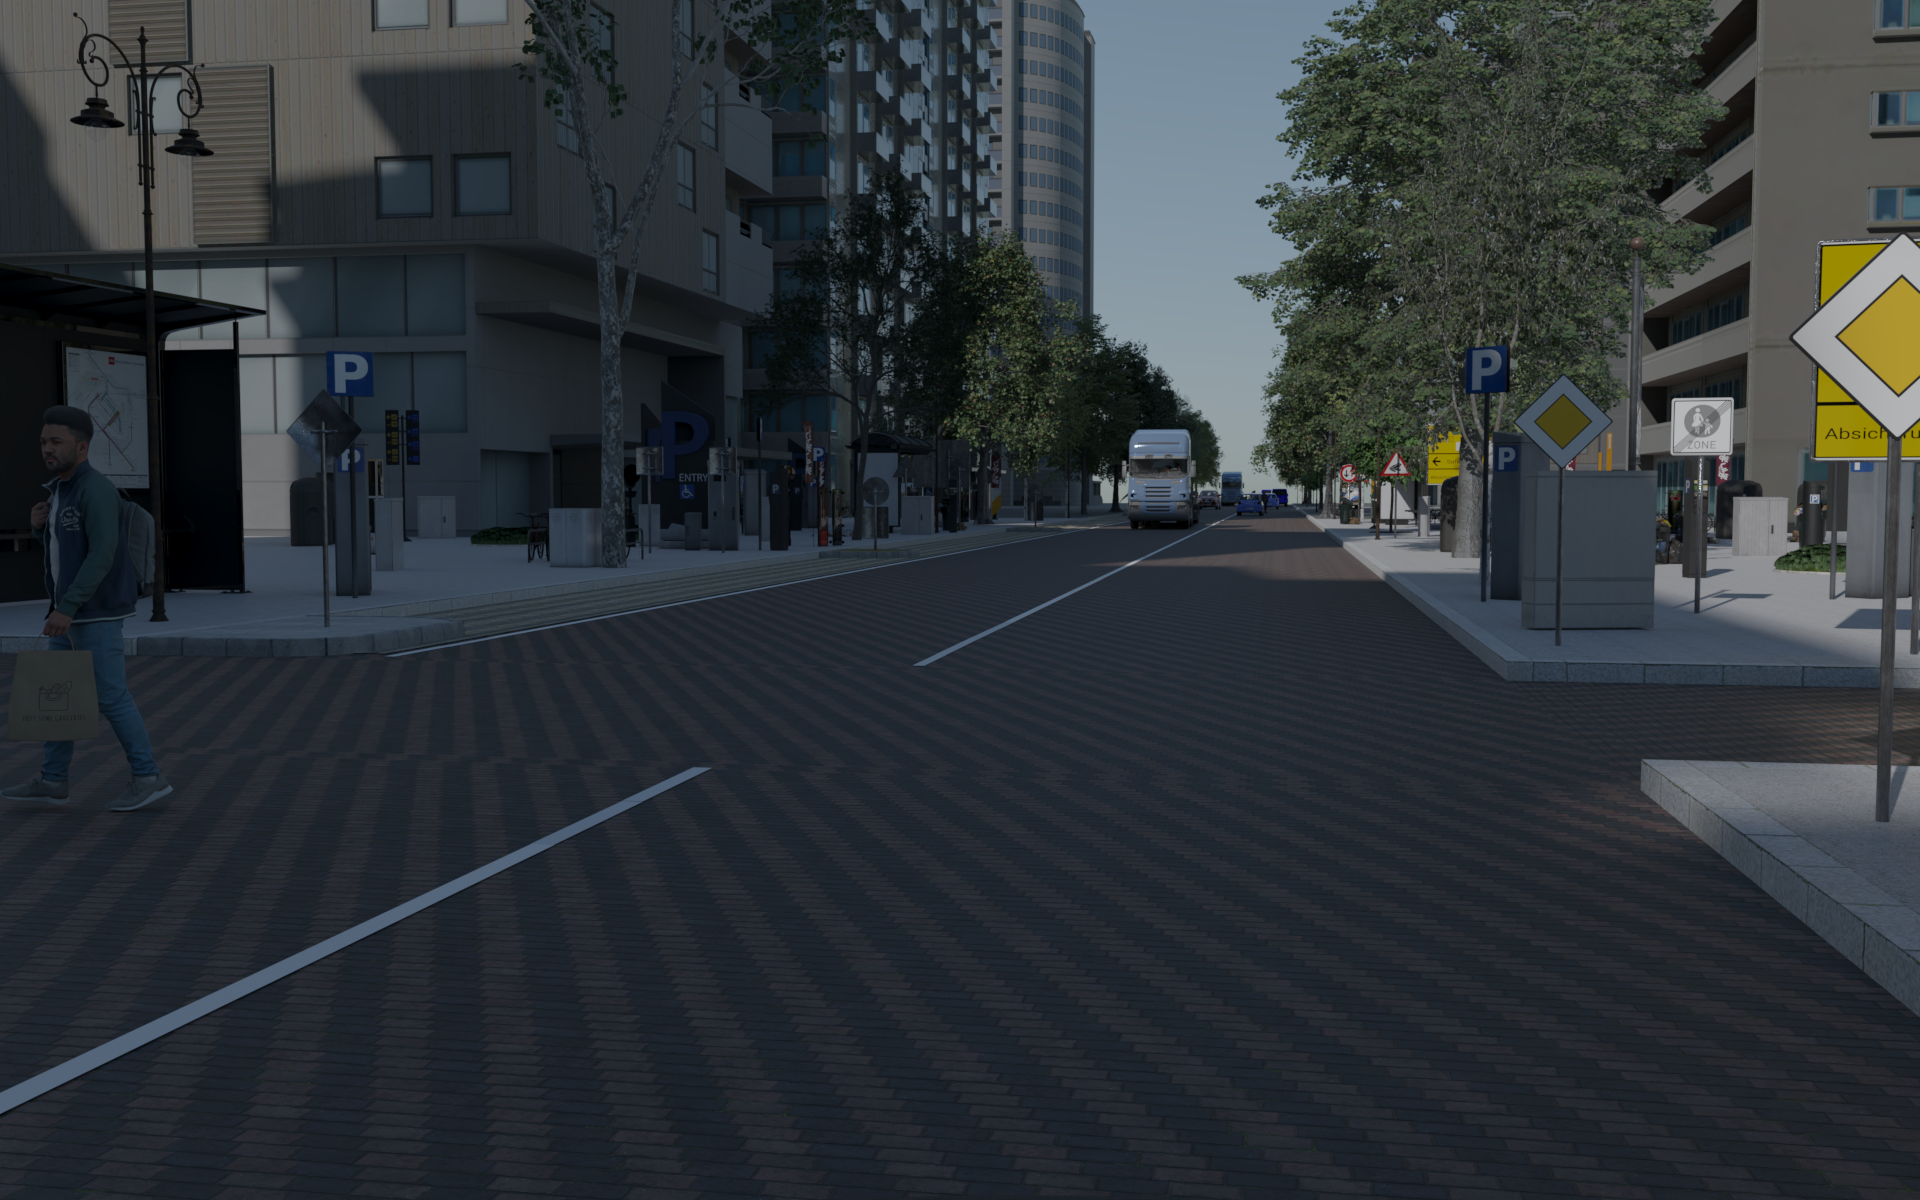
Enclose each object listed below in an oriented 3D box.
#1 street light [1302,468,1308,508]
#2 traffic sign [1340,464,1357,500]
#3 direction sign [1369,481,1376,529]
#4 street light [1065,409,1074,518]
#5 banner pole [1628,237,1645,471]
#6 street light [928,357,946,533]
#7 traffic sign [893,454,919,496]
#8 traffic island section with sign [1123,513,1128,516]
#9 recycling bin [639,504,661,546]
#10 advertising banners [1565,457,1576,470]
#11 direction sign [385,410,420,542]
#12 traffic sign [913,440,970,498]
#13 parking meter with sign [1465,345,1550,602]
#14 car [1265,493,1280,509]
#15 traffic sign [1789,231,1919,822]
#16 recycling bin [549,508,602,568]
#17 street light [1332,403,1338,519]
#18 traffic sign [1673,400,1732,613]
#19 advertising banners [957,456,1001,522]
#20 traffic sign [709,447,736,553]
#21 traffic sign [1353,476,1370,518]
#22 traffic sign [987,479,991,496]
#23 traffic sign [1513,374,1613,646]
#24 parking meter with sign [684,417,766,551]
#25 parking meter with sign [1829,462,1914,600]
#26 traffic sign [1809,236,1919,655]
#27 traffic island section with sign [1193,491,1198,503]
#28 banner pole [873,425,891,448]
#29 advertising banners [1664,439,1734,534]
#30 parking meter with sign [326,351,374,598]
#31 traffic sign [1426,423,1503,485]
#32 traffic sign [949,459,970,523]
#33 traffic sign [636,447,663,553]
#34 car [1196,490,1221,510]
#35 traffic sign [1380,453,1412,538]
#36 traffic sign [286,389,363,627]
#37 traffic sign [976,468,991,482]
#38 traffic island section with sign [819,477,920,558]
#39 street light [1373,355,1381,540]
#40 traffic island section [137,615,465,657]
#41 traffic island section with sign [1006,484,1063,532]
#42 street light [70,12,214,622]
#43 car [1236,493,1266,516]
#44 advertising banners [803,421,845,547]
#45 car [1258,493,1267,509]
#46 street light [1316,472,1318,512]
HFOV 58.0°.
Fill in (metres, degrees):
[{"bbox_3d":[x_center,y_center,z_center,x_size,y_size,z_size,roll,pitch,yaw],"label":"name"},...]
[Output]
[{"bbox_3d":[32.613,-11.612,162.638,0.468,5.910,1.993,1,4,10],"label":"street light"},{"bbox_3d":[16.692,-4.541,74.344,0.768,2.556,0.104,1,4,13],"label":"traffic sign"},{"bbox_3d":[15.324,-4.401,63.949,0.379,3.537,0.876,0,4,7],"label":"direction sign"},{"bbox_3d":[5.808,-7.322,92.510,0.468,5.910,1.993,1,4,10],"label":"street light"},{"bbox_3d":[6.709,-1.662,17.192,0.401,3.779,0.863,2,4,28],"label":"banner pole"},{"bbox_3d":[-0.763,-5.141,56.842,0.468,5.910,1.993,1,4,10],"label":"street light"},{"bbox_3d":[-1.747,-3.415,55.838,0.884,2.594,0.081,1,4,13],"label":"traffic sign"},{"bbox_3d":[11.851,-6.485,114.652,1.989,1.847,2.006,1,4,10],"label":"traffic island section with sign"},{"bbox_3d":[-7.450,-1.851,42.817,0.722,1.027,0.722,2,4,26],"label":"recycling bin"},{"bbox_3d":[18.759,-3.599,55.027,0.090,3.025,2.074,-2,4,-30],"label":"advertising banners"},{"bbox_3d":[-15.015,-3.347,46.717,0.876,3.537,0.379,-1,4,-10],"label":"direction sign"},{"bbox_3d":[-0.719,-4.373,65.376,2.265,3.308,0.079,1,4,18],"label":"traffic sign"},{"bbox_3d":[6.860,-1.518,21.084,1.738,3.016,0.543,-3,5,-41],"label":"parking meter with sign"},{"bbox_3d":[29.028,-9.346,162.403,1.945,1.707,3.694,1,4,10],"label":"car"},{"bbox_3d":[3.613,-0.189,6.725,0.795,2.450,0.064,1,4,10],"label":"traffic sign"},{"bbox_3d":[-6.748,-1.100,30.534,0.722,1.027,0.722,1,4,19],"label":"recycling bin"},{"bbox_3d":[19.069,-7.045,87.979,0.468,5.910,1.993,1,4,10],"label":"street light"},{"bbox_3d":[7.921,-1.004,18.547,0.606,2.300,0.079,1,4,17],"label":"traffic sign"},{"bbox_3d":[0.900,-5.085,79.323,2.074,3.025,0.090,0,4,-5],"label":"advertising banners"},{"bbox_3d":[-5.143,-2.167,37.567,0.606,2.300,0.079,1,4,11],"label":"traffic sign"},{"bbox_3d":[17.282,-4.588,75.016,0.884,2.594,0.081,1,4,17],"label":"traffic sign"},{"bbox_3d":[1.377,-5.368,87.865,0.768,2.556,0.104,1,4,13],"label":"traffic sign"},{"bbox_3d":[5.054,-0.669,14.580,0.795,2.450,0.064,1,4,10],"label":"traffic sign"},{"bbox_3d":[-5.376,-2.634,39.319,1.738,3.016,0.543,0,4,-2],"label":"parking meter with sign"},{"bbox_3d":[11.363,-1.532,21.317,1.738,3.016,0.543,-2,4,-24],"label":"parking meter with sign"},{"bbox_3d":[7.939,-1.210,13.651,2.265,3.308,0.079,1,4,18],"label":"traffic sign"},{"bbox_3d":[26.592,-11.404,195.082,1.989,1.847,2.006,1,4,10],"label":"traffic island section with sign"},{"bbox_3d":[-2.862,-4.433,62.493,0.863,3.779,0.401,-1,4,-19],"label":"banner pole"},{"bbox_3d":[23.543,-3.607,55.161,2.074,3.025,0.090,0,4,5],"label":"advertising banners"},{"bbox_3d":[-7.720,-1.576,22.030,0.543,3.016,1.738,-1,4,-19],"label":"parking meter with sign"},{"bbox_3d":[14.608,-3.426,49.890,2.265,3.308,0.079,1,4,13],"label":"traffic sign"},{"bbox_3d":[-0.028,-3.795,62.149,0.768,2.556,0.104,1,4,11],"label":"traffic sign"},{"bbox_3d":[-6.699,-2.156,37.376,0.606,2.300,0.079,1,4,12],"label":"traffic sign"},{"bbox_3d":[23.129,-9.313,160.941,2.281,1.827,5.304,1,4,12],"label":"car"},{"bbox_3d":[12.625,-3.068,50.166,0.884,2.594,0.081,1,4,20],"label":"traffic sign"},{"bbox_3d":[-6.101,-0.795,16.640,0.795,2.450,0.064,1,4,10],"label":"traffic sign"},{"bbox_3d":[1.091,-4.911,80.407,0.768,2.556,0.104,1,4,16],"label":"traffic sign"},{"bbox_3d":[-1.980,-1.872,39.235,1.989,1.847,2.006,1,4,10],"label":"traffic island section with sign"},{"bbox_3d":[11.718,-4.626,48.429,0.468,5.910,1.993,1,4,10],"label":"street light"},{"bbox_3d":[-6.126,0.341,16.706,2.009,0.180,2.903,1,4,10],"label":"traffic island section"},{"bbox_3d":[2.872,-3.494,65.751,1.989,1.847,2.006,1,4,10],"label":"traffic island section with sign"},{"bbox_3d":[-8.076,-2.722,17.285,0.468,5.910,1.993,1,4,10],"label":"street light"},{"bbox_3d":[19.298,-6.450,115.050,1.945,1.707,3.694,1,4,12],"label":"car"},{"bbox_3d":[-3.339,-2.822,42.321,0.090,3.025,2.074,2,4,24],"label":"advertising banners"},{"bbox_3d":[29.925,-10.015,173.342,1.945,1.707,3.694,1,4,10],"label":"car"},{"bbox_3d":[25.357,-9.187,122.991,0.468,5.910,1.993,1,4,10],"label":"street light"}]
